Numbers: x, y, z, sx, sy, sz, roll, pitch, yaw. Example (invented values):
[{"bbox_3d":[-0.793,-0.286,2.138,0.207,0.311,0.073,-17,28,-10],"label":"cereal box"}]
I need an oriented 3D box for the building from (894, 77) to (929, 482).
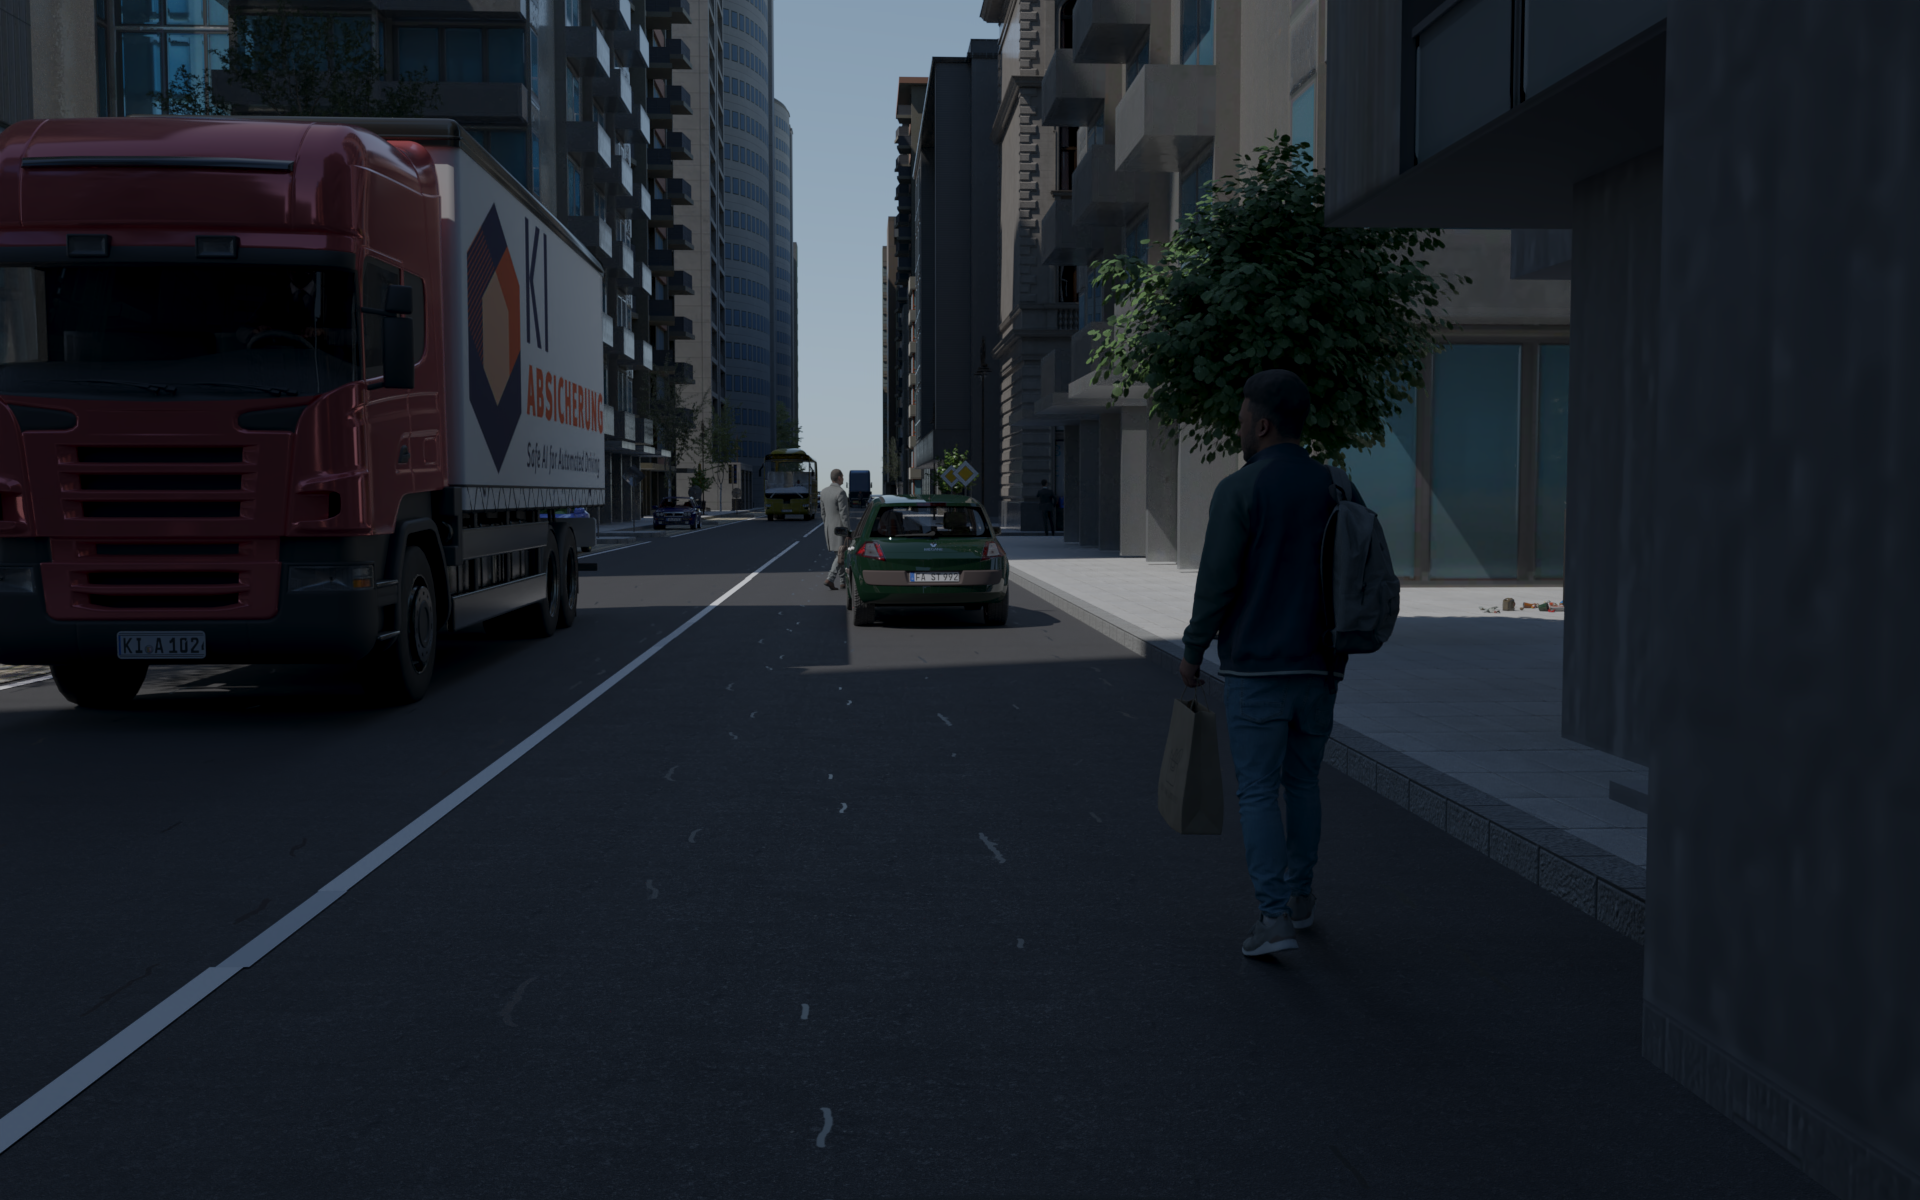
[{"bbox_3d":[4.332,-32.219,181.398,22.147,44.769,28.867,0,4,-3],"label":"building"}]

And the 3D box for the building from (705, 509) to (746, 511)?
[{"bbox_3d":[-27.822,-43.061,142.305,20.563,71.187,20.611,0,4,-3],"label":"building"}]

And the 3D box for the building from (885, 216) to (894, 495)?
[{"bbox_3d":[-4.392,-37.977,271.034,14.600,45.320,14.200,0,4,-3],"label":"building"}]

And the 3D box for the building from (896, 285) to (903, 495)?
[{"bbox_3d":[-1.587,-28.204,232.842,14.160,30.474,14.107,0,4,-3],"label":"building"}]

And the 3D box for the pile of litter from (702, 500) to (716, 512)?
[{"bbox_3d":[-18.749,-6.910,126.948,1.719,0.858,1.176,0,4,-4],"label":"pile of litter"}]

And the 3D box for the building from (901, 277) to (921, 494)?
[{"bbox_3d":[9.007,-18.838,153.036,27.650,21.520,28.899,0,4,-3],"label":"building"}]

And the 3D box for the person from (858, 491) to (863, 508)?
[{"bbox_3d":[-9.930,-10.057,173.454,0.617,1.759,0.750,-1,4,-20],"label":"person"}]

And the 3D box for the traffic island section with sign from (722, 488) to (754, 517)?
[{"bbox_3d":[-13.868,-6.079,108.025,1.989,1.847,2.006,0,4,-3],"label":"traffic island section with sign"}]

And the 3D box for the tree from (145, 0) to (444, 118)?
[{"bbox_3d":[-12.494,-5.996,32.444,8.767,10.594,7.601,1,4,15],"label":"tree"}]

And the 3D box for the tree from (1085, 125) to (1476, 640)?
[{"bbox_3d":[2.901,-1.944,15.504,4.285,4.588,4.351,0,3,0],"label":"tree"}]

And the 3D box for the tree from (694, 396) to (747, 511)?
[{"bbox_3d":[-17.778,-10.885,128.325,4.737,8.622,4.395,0,3,0],"label":"tree"}]

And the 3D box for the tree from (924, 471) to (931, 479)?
[{"bbox_3d":[-0.466,-4.791,72.935,1.663,3.219,1.824,0,3,0],"label":"tree"}]

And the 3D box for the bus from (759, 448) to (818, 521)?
[{"bbox_3d":[-9.418,-6.450,97.006,2.896,3.916,12.252,0,4,-3],"label":"bus"}]

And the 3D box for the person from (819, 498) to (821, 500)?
[{"bbox_3d":[-11.343,-8.454,146.817,1.348,1.812,0.705,2,4,25],"label":"person"}]

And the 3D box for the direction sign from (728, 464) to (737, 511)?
[{"bbox_3d":[-17.317,-8.564,132.010,0.379,3.537,0.876,3,4,37],"label":"direction sign"}]

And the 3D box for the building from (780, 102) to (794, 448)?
[{"bbox_3d":[-35.179,-43.363,250.976,21.231,58.520,28.212,0,4,-3],"label":"building"}]

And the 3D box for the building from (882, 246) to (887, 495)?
[{"bbox_3d":[-5.828,-36.861,286.275,14.154,41.232,14.086,0,4,-3],"label":"building"}]

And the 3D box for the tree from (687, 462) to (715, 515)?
[{"bbox_3d":[-15.648,-6.739,104.792,1.663,3.219,1.824,0,3,0],"label":"tree"}]

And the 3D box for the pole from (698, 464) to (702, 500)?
[{"bbox_3d":[-17.559,-7.526,116.887,0.158,3.312,0.155,0,3,0],"label":"pole"}]

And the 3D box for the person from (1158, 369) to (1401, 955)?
[{"bbox_3d":[0.962,0.184,5.482,0.794,1.824,0.713,0,4,-2],"label":"person"}]

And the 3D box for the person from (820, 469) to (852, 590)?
[{"bbox_3d":[-1.797,-1.064,26.002,0.767,1.812,0.694,-3,5,-40],"label":"person"}]

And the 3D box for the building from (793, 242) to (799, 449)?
[{"bbox_3d":[-32.732,-36.037,272.802,14.154,41.232,14.086,0,4,-3],"label":"building"}]

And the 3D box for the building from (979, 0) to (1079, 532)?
[{"bbox_3d":[11.024,-14.370,63.828,19.941,23.489,11.050,0,4,-3],"label":"building"}]

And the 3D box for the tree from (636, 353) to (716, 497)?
[{"bbox_3d":[-15.099,-8.615,91.219,4.360,8.622,3.978,0,3,0],"label":"tree"}]

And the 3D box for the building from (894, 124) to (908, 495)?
[{"bbox_3d":[0.051,-33.814,202.972,14.600,45.320,14.200,0,4,-3],"label":"building"}]

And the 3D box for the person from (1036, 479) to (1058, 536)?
[{"bbox_3d":[2.720,-2.857,54.575,0.648,1.900,0.474,-1,4,-18],"label":"person"}]

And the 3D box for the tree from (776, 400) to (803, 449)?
[{"bbox_3d":[-22.576,-17.827,209.592,7.486,12.596,7.792,0,3,0],"label":"tree"}]

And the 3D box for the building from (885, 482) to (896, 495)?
[{"bbox_3d":[5.252,-34.282,252.395,32.217,40.220,23.993,0,4,-3],"label":"building"}]

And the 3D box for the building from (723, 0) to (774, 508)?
[{"bbox_3d":[-29.118,-38.255,167.468,21.231,58.520,28.212,0,4,-3],"label":"building"}]

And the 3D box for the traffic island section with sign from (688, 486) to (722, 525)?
[{"bbox_3d":[-12.293,-4.402,80.594,1.989,1.847,2.006,0,4,-3],"label":"traffic island section with sign"}]

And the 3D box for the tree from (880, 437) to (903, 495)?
[{"bbox_3d":[-8.013,-16.541,220.802,4.360,8.622,3.978,0,3,0],"label":"tree"}]

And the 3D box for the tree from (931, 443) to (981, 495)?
[{"bbox_3d":[-0.039,-4.342,65.587,1.663,3.219,1.824,0,3,0],"label":"tree"}]
